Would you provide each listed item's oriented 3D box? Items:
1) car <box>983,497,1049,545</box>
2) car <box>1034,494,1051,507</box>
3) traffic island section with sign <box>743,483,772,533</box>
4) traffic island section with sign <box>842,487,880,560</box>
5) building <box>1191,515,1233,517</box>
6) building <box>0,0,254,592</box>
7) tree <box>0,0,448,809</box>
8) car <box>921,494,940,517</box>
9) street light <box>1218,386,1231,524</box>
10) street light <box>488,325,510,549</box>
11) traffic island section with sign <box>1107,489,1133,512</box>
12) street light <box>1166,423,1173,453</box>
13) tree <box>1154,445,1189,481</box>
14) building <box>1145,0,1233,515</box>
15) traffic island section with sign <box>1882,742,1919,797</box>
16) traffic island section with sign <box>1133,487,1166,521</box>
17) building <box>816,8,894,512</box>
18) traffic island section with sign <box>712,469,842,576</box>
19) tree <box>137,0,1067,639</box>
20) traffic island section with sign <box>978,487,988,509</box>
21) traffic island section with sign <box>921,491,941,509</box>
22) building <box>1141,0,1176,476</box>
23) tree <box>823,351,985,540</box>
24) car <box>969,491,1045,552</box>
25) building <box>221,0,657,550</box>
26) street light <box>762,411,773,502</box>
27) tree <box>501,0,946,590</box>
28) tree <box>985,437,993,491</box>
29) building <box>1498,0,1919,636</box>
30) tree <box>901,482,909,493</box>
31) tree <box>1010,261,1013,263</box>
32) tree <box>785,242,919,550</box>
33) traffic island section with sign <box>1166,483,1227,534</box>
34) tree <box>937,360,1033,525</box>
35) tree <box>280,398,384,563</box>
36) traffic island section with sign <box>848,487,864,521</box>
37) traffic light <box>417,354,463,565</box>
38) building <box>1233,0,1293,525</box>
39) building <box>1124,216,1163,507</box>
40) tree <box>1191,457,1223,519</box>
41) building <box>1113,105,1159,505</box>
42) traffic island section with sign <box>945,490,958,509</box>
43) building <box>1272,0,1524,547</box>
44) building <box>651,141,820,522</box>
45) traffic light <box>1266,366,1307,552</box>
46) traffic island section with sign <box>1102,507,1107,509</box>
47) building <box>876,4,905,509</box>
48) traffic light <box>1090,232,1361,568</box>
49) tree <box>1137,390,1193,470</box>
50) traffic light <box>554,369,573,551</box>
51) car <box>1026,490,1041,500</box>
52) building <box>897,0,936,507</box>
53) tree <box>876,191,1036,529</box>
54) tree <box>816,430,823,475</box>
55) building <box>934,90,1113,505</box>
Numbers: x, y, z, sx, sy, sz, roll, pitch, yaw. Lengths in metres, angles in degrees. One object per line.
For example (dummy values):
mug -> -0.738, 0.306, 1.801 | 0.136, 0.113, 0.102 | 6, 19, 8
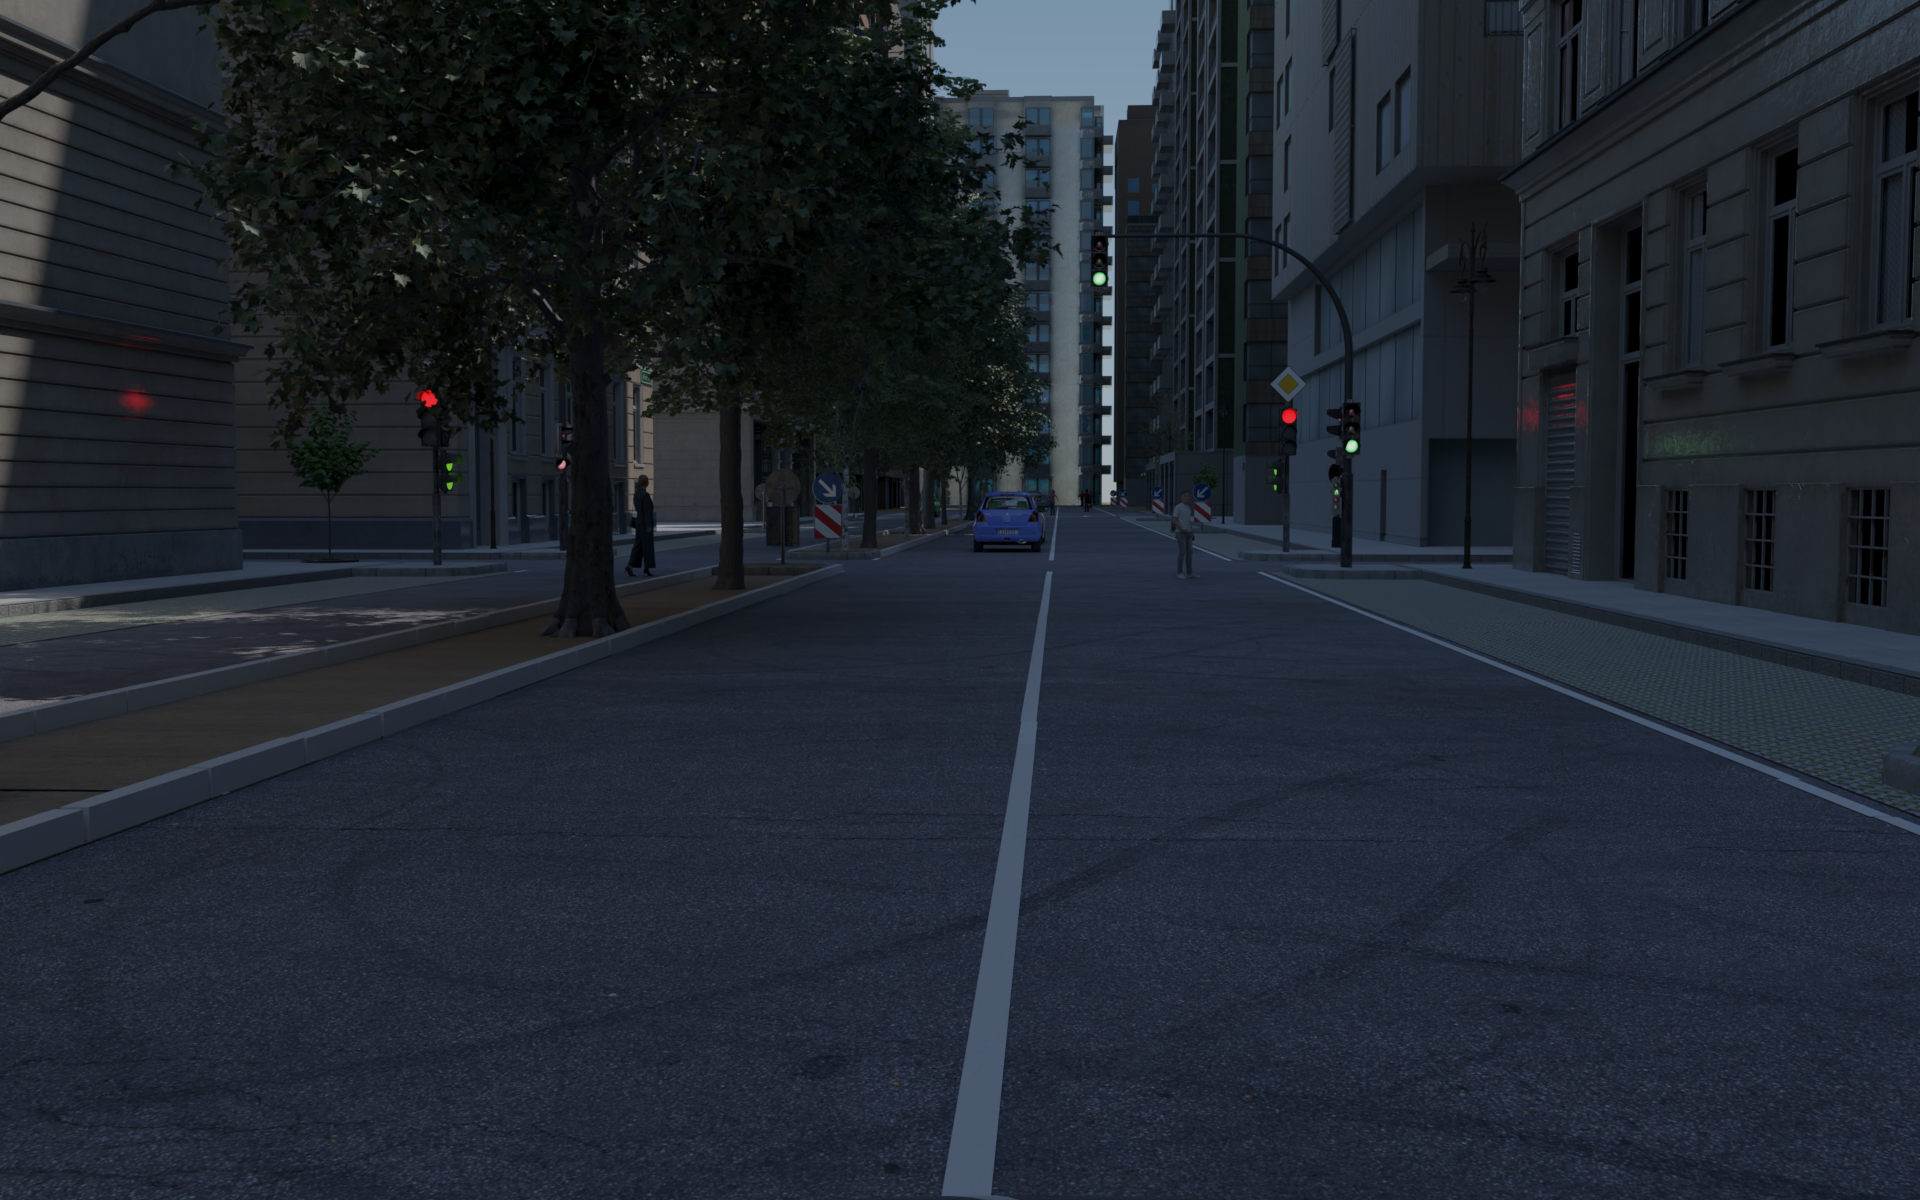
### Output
car -> 1.538, -2.339, 50.612 | 2.083, 1.381, 4.827 | 0, 4, 4
car -> 7.979, -9.320, 164.379 | 2.014, 1.417, 4.499 | 0, 4, 3
traffic island section with sign -> -7.231, -3.372, 63.768 | 1.989, 1.847, 2.006 | 0, 4, 3
traffic island section with sign -> -2.852, -1.859, 38.528 | 2.006, 1.907, 1.989 | 0, 4, 3
building -> 22.716, -40.529, 100.906 | 20.563, 71.187, 20.611 | 0, 4, 3
building -> -29.364, -12.562, 24.467 | 34.723, 24.649, 14.460 | 0, 4, 3
tree -> -4.812, -4.853, 7.557 | 9.928, 11.665, 9.643 | 0, 3, 0
car -> -2.178, -6.032, 107.425 | 1.959, 1.807, 4.718 | 0, 4, 2
street light -> 11.287, -6.195, 74.076 | 0.468, 5.910, 1.993 | 0, 4, 3
street light -> -10.943, -4.138, 40.445 | 0.468, 5.910, 1.993 | 0, 4, 3
traffic island section with sign -> 13.100, -8.038, 140.047 | 1.989, 1.847, 2.006 | 0, 4, 3
street light -> 13.554, -8.525, 112.174 | 0.468, 5.910, 1.993 | 0, 4, 3
tree -> 14.619, -8.079, 115.810 | 4.285, 4.588, 4.351 | 0, 3, 0
building -> 25.095, -42.410, 131.650 | 20.563, 71.187, 20.611 | 0, 4, 3
traffic island section with sign -> 5.499, 0.040, 7.976 | 1.989, 1.847, 2.006 | 0, 4, 3
traffic island section with sign -> 10.304, -5.066, 91.463 | 1.989, 1.847, 2.006 | 0, 4, 3
building -> -16.677, -28.996, 128.708 | 22.147, 44.769, 28.867 | 0, 4, 3
traffic island section with sign -> -3.288, -1.407, 31.133 | 2.006, 1.907, 1.989 | 0, 4, 3
tree -> -3.742, -5.986, 17.331 | 9.611, 12.733, 9.660 | 0, 3, 0
traffic island section with sign -> 1.462, -6.447, 113.543 | 2.006, 1.907, 1.989 | 0, 4, 3
traffic island section with sign -> -2.795, -8.084, 140.797 | 1.989, 1.847, 2.006 | 0, 4, 3
building -> 28.974, -32.927, 157.967 | 23.786, 49.044, 30.456 | 0, 4, 3
tree -> -1.610, -6.122, 52.918 | 4.737, 8.622, 4.395 | 0, 3, 0
car -> 1.197, -2.097, 43.874 | 1.945, 1.707, 3.694 | 0, 4, 1
building -> -17.141, -16.095, 49.059 | 13.634, 28.700, 20.117 | 0, 4, 3
street light -> -8.731, -6.483, 78.793 | 0.468, 5.910, 1.993 | 0, 4, 3
tree -> -3.510, -6.445, 25.968 | 7.486, 12.596, 7.792 | 0, 3, 0
tree -> 0.067, -8.180, 86.564 | 4.737, 8.622, 4.395 | 0, 3, 0
building -> 15.892, -11.075, 14.365 | 16.112, 22.955, 30.059 | 0, 4, 3
tree -> -4.524, -10.261, 162.375 | 1.663, 3.219, 1.824 | 0, 3, 0
tree -> -2.481, -7.667, 45.947 | 7.486, 12.596, 7.792 | 0, 3, 0
tree -> -2.659, -5.336, 40.055 | 4.360, 8.622, 3.978 | 0, 3, 0
traffic island section with sign -> 8.691, -3.346, 63.342 | 1.989, 1.847, 2.006 | 0, 4, 3
tree -> -0.676, -8.771, 80.279 | 8.767, 10.594, 7.601 | 0, 4, 3
tree -> -12.001, -2.324, 32.595 | 1.663, 3.219, 1.824 | 0, 3, 0
traffic island section with sign -> -5.616, -5.100, 92.017 | 1.989, 1.847, 2.006 | 0, 4, 3
traffic light -> -9.404, -2.581, 31.116 | 0.839, 4.253, 0.868 | 0, 4, 3
building -> 19.154, -18.673, 76.999 | 14.160, 30.474, 14.107 | 0, 4, 3
building -> 24.186, -25.049, 181.247 | 14.160, 30.474, 14.107 | 0, 4, 3
tree -> 12.794, -5.868, 90.545 | 1.663, 3.219, 1.824 | 0, 3, 0
building -> 25.307, -33.782, 202.449 | 14.200, 45.320, 14.600 | 0, 4, 3
traffic island section with sign -> -1.192, -9.789, 168.679 | 1.989, 1.847, 2.006 | 0, 4, 3
building -> 23.987, -28.218, 50.611 | 27.495, 52.752, 28.713 | 0, 4, 3
building -> -13.734, -13.975, 79.399 | 10.553, 20.767, 40.483 | 0, 4, 3
traffic light -> 7.191, -3.013, 38.177 | 0.839, 4.253, 0.868 | 0, 4, 3
traffic island section with sign -> 14.664, -9.689, 167.047 | 1.989, 1.847, 2.006 | 0, 4, 3
building -> -12.345, -30.584, 150.152 | 14.600, 45.320, 14.200 | 0, 4, 3
traffic light -> 4.638, -3.395, 30.184 | 4.771, 5.953, 1.251 | 0, 4, 3
tree -> 14.532, -10.411, 120.588 | 4.360, 8.622, 3.978 | 0, 3, 0
traffic light -> -6.851, -3.935, 39.003 | 4.771, 5.953, 1.251 | 0, 4, 3
car -> 7.694, -10.558, 181.299 | 2.281, 1.827, 5.304 | 0, 4, 2
building -> -13.578, -45.357, 179.845 | 20.611, 71.187, 20.563 | 0, 4, 3
tree -> -1.343, -9.882, 70.683 | 9.857, 13.997, 8.962 | 0, 3, 0
tree -> -7.895, -9.833, 111.127 | 4.737, 8.622, 4.395 | 0, 3, 0
building -> 2.915, -35.997, 208.157 | 30.456, 49.044, 23.786 | 0, 4, 3
